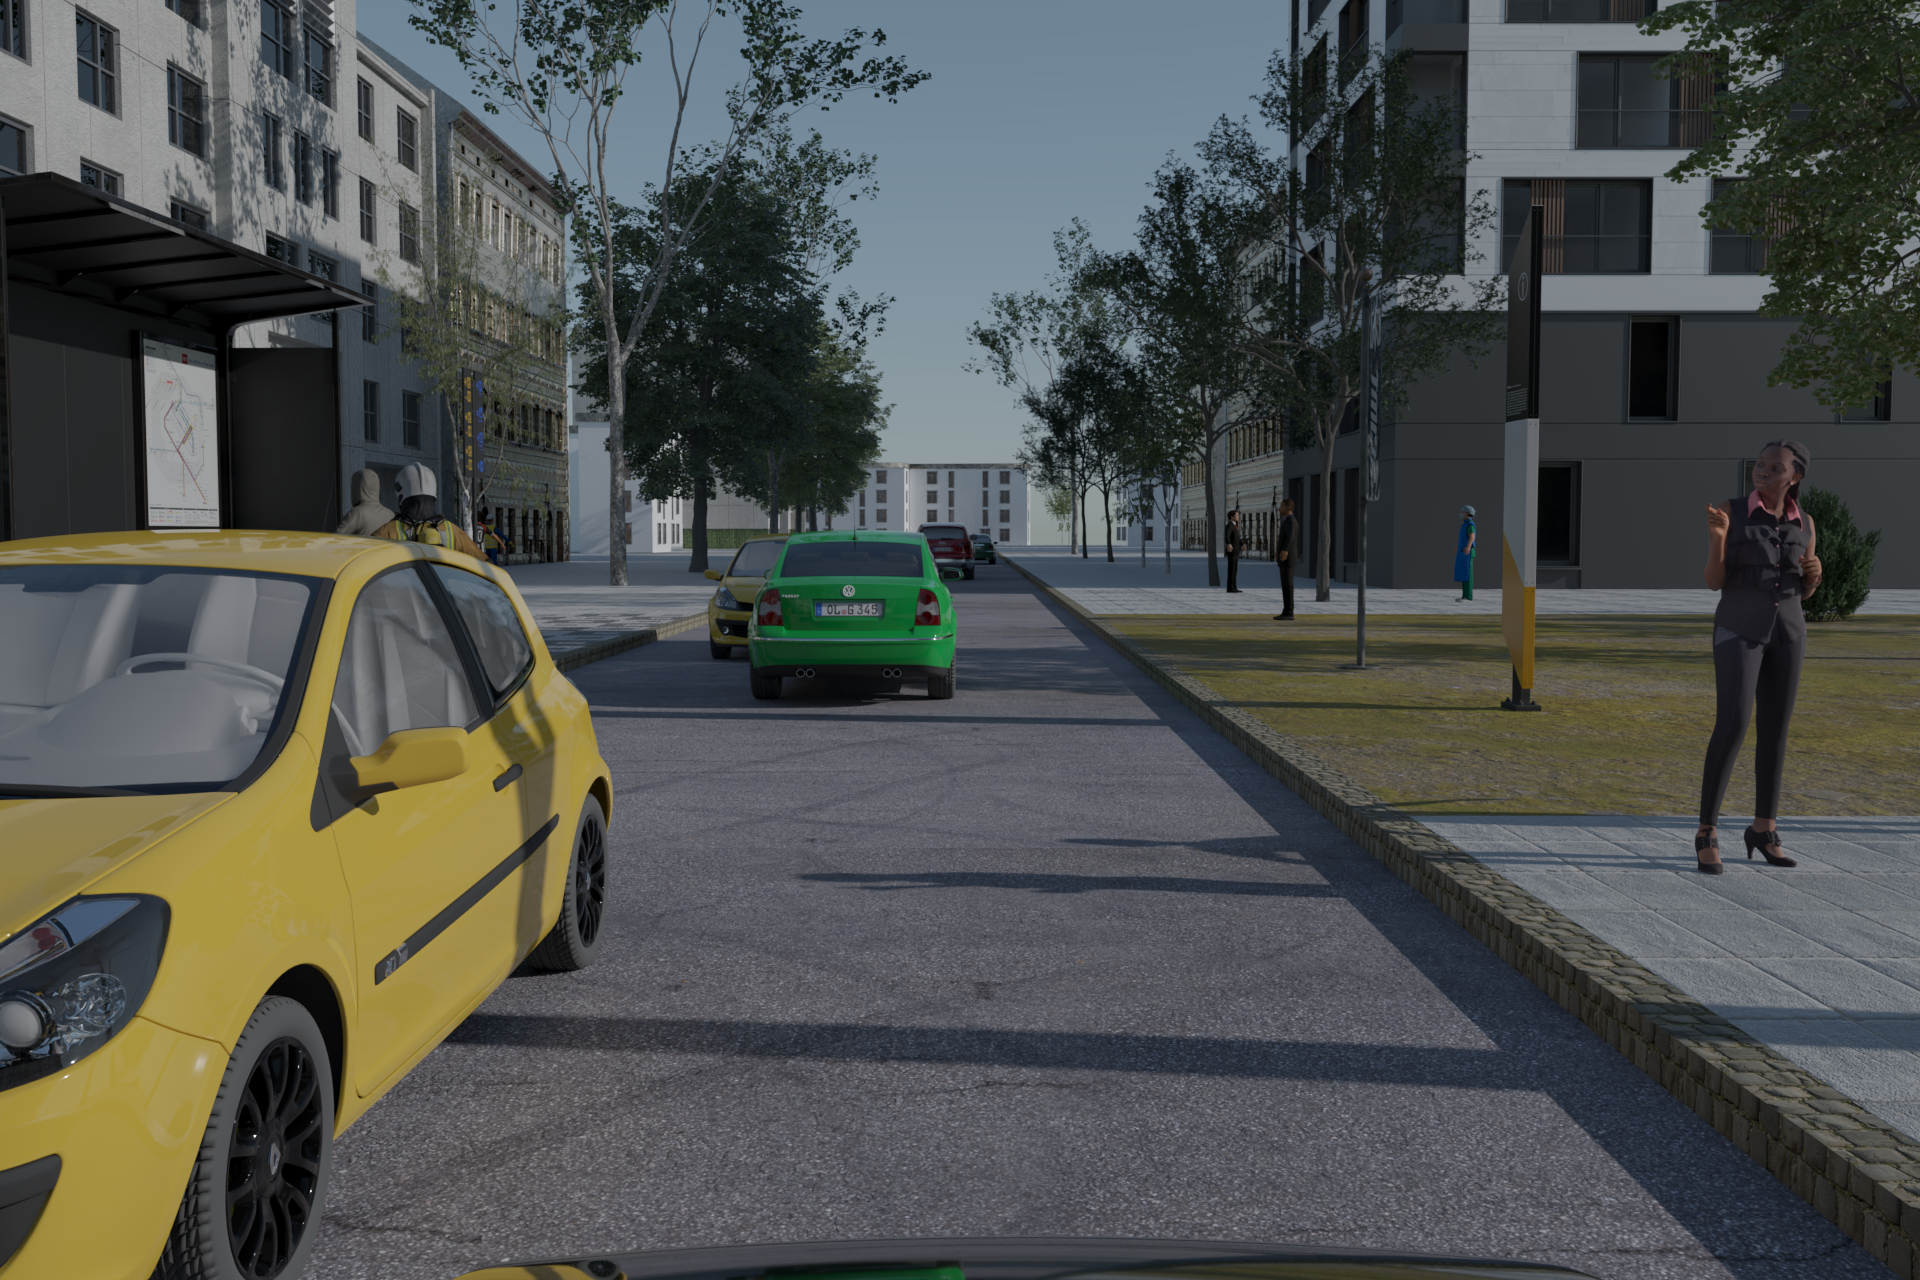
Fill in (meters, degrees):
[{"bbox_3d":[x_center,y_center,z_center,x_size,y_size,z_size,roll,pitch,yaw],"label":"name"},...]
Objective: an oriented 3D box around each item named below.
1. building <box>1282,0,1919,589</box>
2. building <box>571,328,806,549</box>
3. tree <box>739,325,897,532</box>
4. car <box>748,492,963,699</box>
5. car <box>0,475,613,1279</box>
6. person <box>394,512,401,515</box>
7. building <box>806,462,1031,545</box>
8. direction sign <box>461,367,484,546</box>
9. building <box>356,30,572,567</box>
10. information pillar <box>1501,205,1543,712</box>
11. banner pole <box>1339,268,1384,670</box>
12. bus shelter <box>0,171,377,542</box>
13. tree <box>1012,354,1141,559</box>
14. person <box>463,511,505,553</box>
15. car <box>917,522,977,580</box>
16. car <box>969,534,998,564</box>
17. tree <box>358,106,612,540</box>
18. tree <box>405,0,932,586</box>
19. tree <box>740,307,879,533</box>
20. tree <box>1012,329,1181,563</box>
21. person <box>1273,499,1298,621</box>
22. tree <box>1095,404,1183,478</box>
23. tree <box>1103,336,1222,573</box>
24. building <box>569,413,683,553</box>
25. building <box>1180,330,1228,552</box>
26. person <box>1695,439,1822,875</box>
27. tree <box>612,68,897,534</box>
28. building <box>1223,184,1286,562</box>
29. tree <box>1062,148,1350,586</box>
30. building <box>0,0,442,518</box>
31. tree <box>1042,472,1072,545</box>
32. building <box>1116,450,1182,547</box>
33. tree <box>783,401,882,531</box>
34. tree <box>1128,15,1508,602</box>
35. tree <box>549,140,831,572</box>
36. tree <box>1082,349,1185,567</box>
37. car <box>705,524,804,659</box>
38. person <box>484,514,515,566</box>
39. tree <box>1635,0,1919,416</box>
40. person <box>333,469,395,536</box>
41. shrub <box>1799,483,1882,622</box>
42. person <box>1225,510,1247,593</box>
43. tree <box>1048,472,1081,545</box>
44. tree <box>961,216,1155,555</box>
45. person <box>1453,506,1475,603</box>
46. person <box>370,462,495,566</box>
[{"bbox_3d":[23.985,-12.951,55.726,27.936,21.610,32.646,0,3,0],"label":"building"},{"bbox_3d":[-24.659,-18.215,164.274,16.747,18.905,31.486,0,4,1],"label":"building"},{"bbox_3d":[-8.366,-11.737,98.552,9.857,13.997,8.962,0,3,0],"label":"tree"},{"bbox_3d":[-0.940,-0.464,16.390,1.959,1.807,4.718,0,4,-1],"label":"car"},{"bbox_3d":[-2.067,0.359,4.354,2.015,1.641,3.980,0,4,1],"label":"car"},{"bbox_3d":[-14.190,-2.317,43.812,1.347,1.837,0.705,1,4,17],"label":"person"},{"bbox_3d":[-5.885,-15.845,203.664,28.070,9.664,9.099,0,4,6],"label":"building"},{"bbox_3d":[-6.728,-1.957,23.993,0.379,3.537,0.876,0,4,1],"label":"direction sign"},{"bbox_3d":[-27.292,-14.649,70.447,19.493,23.208,18.063,0,4,0],"label":"building"},{"bbox_3d":[4.104,-1.303,12.651,0.183,3.616,0.504,0,4,-1],"label":"information pillar"},{"bbox_3d":[3.821,-1.600,16.172,0.401,3.779,0.863,0,4,0],"label":"banner pole"},{"bbox_3d":[-6.717,-1.412,14.373,1.731,3.624,6.357,0,4,0],"label":"bus shelter"},{"bbox_3d":[6.211,-9.528,90.192,7.601,10.594,8.767,-1,4,-11],"label":"tree"},{"bbox_3d":[-11.257,-2.092,40.355,1.345,1.843,0.704,-2,4,-27],"label":"person"},{"bbox_3d":[-0.567,-2.877,55.713,2.281,1.827,5.304,0,4,0],"label":"car"},{"bbox_3d":[0.769,-4.355,83.009,2.131,1.459,4.920,0,4,-1],"label":"car"},{"bbox_3d":[-8.829,-4.910,30.641,4.360,8.622,3.978,0,3,0],"label":"tree"},{"bbox_3d":[-7.119,-11.374,41.852,12.611,20.169,13.585,0,3,0],"label":"tree"},{"bbox_3d":[-7.777,-10.265,85.956,7.486,12.596,7.792,0,3,0],"label":"tree"},{"bbox_3d":[6.523,-8.782,77.995,7.601,10.594,8.767,2,4,30],"label":"tree"},{"bbox_3d":[4.848,-1.199,25.821,0.704,1.802,1.346,0,4,7],"label":"person"},{"bbox_3d":[21.300,-21.395,205.691,12.611,20.169,13.585,0,3,0],"label":"tree"},{"bbox_3d":[6.843,-6.536,57.234,4.737,8.622,4.395,0,3,0],"label":"tree"},{"bbox_3d":[-25.890,-11.727,133.876,9.099,9.664,28.070,0,4,-1],"label":"building"},{"bbox_3d":[27.012,-18.286,129.910,19.493,23.208,18.063,0,4,0],"label":"building"},{"bbox_3d":[3.056,0.055,6.608,0.415,1.643,0.593,3,5,43],"label":"person"},{"bbox_3d":[-8.908,-13.307,73.461,12.611,20.169,13.585,0,3,0],"label":"tree"},{"bbox_3d":[23.658,-15.519,84.669,19.493,23.208,18.063,0,3,0],"label":"building"},{"bbox_3d":[5.944,-6.609,42.464,7.601,10.594,8.767,1,4,10],"label":"tree"},{"bbox_3d":[-25.239,-10.636,40.360,16.747,18.905,31.486,0,4,0],"label":"building"},{"bbox_3d":[11.780,-15.459,203.124,4.737,8.622,4.395,0,3,0],"label":"tree"},{"bbox_3d":[21.979,-14.623,181.240,9.099,9.664,28.070,0,3,0],"label":"building"},{"bbox_3d":[-8.667,-11.535,114.353,9.928,11.665,9.643,0,3,0],"label":"tree"},{"bbox_3d":[6.634,-5.988,32.322,8.767,10.594,7.601,3,5,42],"label":"tree"},{"bbox_3d":[-8.769,-9.249,57.878,9.857,13.997,8.962,0,3,0],"label":"tree"},{"bbox_3d":[7.101,-7.087,66.234,4.360,8.622,3.978,0,3,0],"label":"tree"},{"bbox_3d":[-2.020,-0.665,21.099,2.015,1.641,3.980,0,3,0],"label":"car"},{"bbox_3d":[-12.954,-2.562,47.857,1.349,1.833,0.705,1,4,16],"label":"person"},{"bbox_3d":[10.726,-6.061,17.220,7.486,12.596,7.792,0,3,0],"label":"tree"},{"bbox_3d":[-4.894,-0.496,14.242,0.705,1.813,1.348,2,4,23],"label":"person"},{"bbox_3d":[12.554,-1.282,25.385,1.690,2.028,1.600,0,3,0],"label":"shrub"},{"bbox_3d":[5.986,-1.935,37.828,0.705,1.806,1.347,2,4,23],"label":"person"},{"bbox_3d":[12.294,-15.173,198.447,4.737,8.622,4.395,0,3,0],"label":"tree"},{"bbox_3d":[6.274,-15.316,106.309,12.611,20.169,13.585,0,3,0],"label":"tree"},{"bbox_3d":[9.492,-1.617,32.561,0.704,1.817,1.347,0,4,7],"label":"person"},{"bbox_3d":[-3.246,-0.131,10.364,1.354,1.858,0.705,-2,4,-34],"label":"person"}]
